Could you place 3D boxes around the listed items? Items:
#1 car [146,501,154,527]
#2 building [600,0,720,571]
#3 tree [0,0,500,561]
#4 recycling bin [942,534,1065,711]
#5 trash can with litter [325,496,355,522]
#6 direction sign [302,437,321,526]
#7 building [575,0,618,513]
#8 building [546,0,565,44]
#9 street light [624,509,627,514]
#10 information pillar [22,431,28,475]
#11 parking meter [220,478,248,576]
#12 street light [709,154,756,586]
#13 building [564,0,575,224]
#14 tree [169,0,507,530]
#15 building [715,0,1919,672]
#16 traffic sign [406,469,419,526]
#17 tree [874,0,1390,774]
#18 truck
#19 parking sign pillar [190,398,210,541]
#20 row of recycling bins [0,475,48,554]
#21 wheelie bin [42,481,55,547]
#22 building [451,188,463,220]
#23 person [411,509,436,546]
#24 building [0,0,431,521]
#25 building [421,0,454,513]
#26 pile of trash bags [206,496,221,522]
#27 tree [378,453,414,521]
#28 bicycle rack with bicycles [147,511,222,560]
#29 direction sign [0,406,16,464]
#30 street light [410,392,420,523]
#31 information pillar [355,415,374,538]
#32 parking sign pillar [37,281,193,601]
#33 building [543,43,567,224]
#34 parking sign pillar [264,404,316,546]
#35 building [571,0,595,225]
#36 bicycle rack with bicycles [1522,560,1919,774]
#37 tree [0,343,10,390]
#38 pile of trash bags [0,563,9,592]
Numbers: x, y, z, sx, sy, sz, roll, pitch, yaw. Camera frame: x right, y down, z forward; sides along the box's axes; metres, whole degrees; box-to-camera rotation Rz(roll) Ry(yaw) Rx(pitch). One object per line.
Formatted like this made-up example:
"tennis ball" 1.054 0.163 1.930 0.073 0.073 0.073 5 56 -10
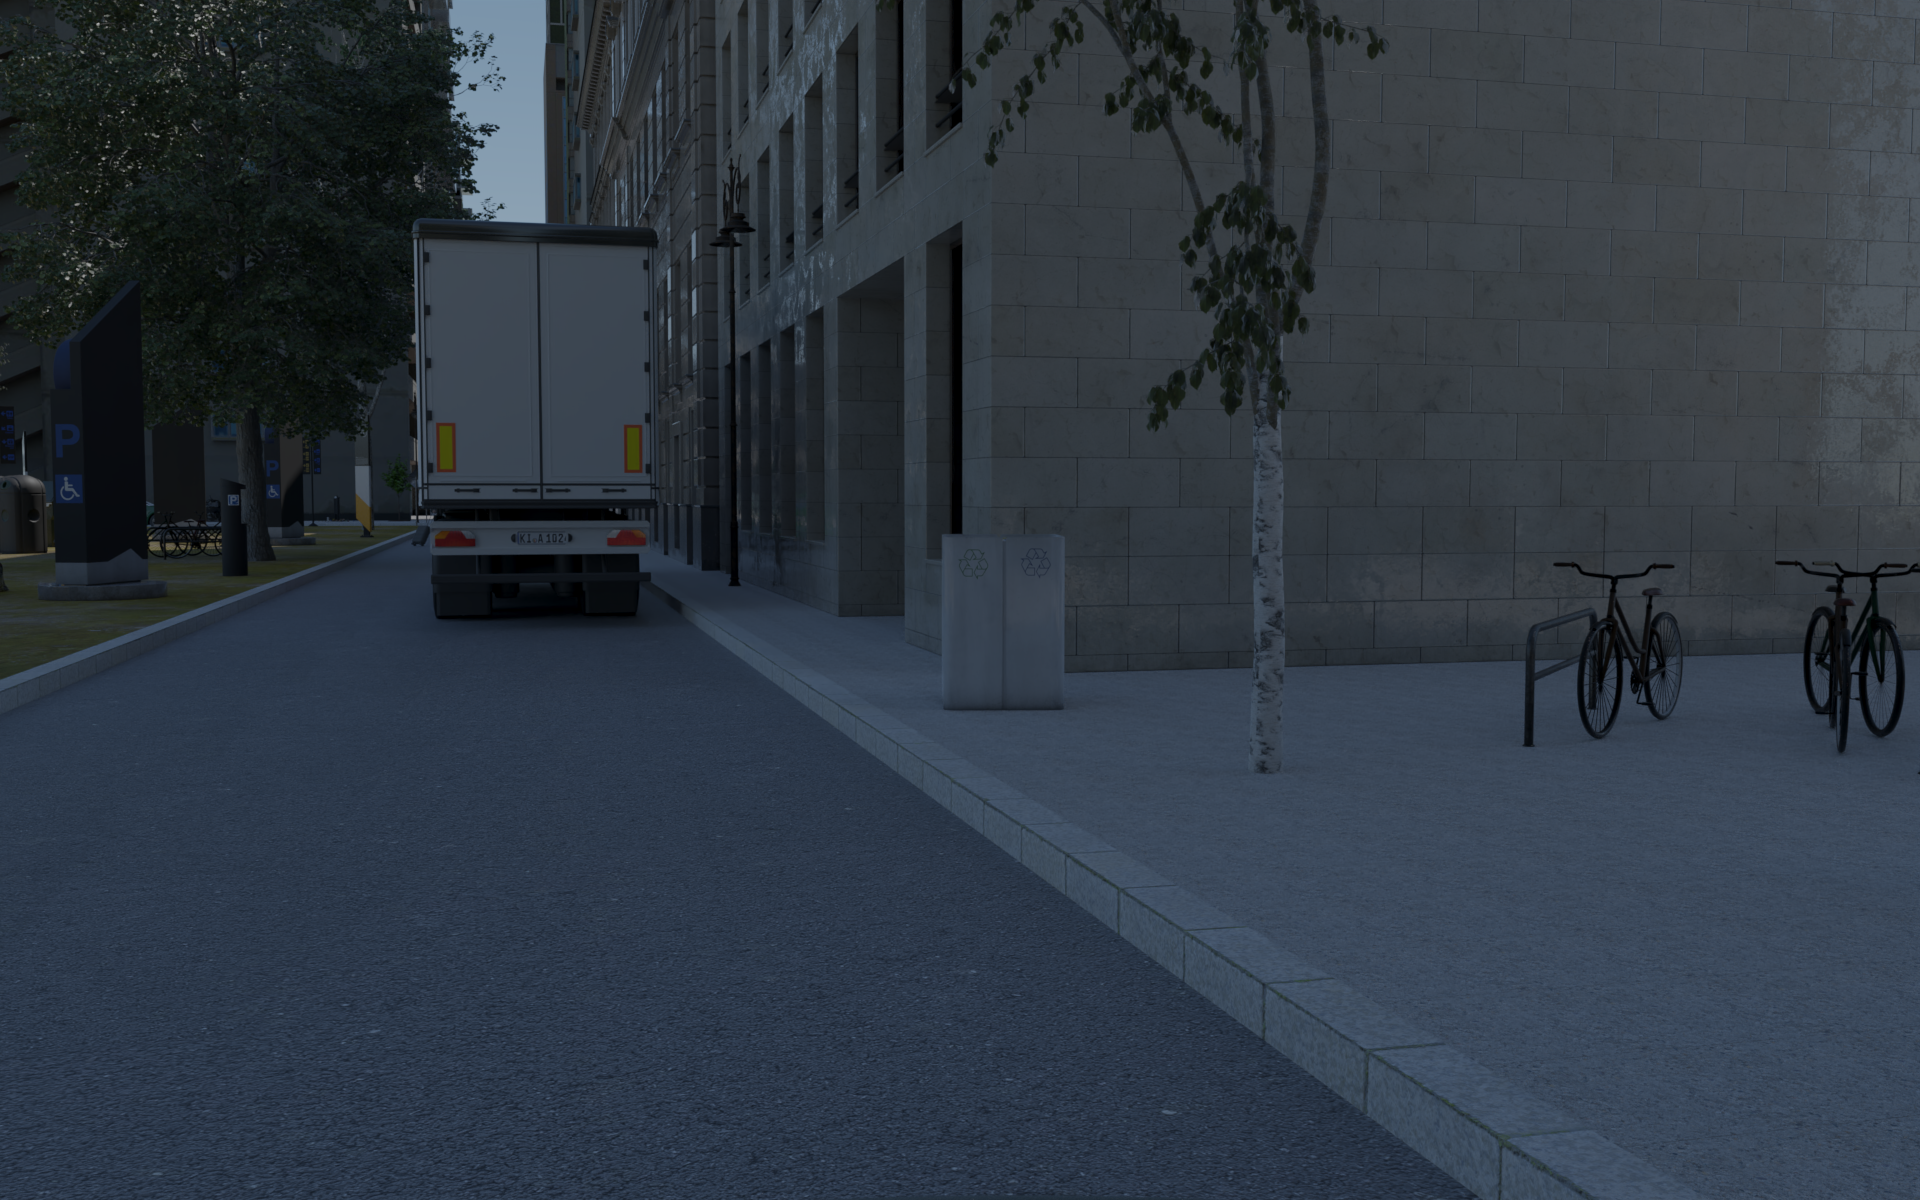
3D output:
"car" -33.689 -3.548 69.807 4.920 1.459 2.131 -1 4 -14
"building" -1.857 -14.918 41.174 12.463 27.353 25.104 -1 4 -14
"tree" -13.524 -7.715 32.801 9.857 13.997 8.962 0 3 0
"recycling bin" 0.254 0.120 10.596 0.722 1.027 0.722 0 4 -1
"trash can with litter" -29.063 -4.260 80.708 1.678 1.210 2.233 -2 4 -32
"direction sign" -25.690 -4.690 68.685 0.876 3.537 0.379 1 4 21
"building" -8.116 -12.114 62.694 10.561 19.102 19.286 -1 4 -14
"building" -46.998 -49.276 243.917 20.611 71.187 20.563 -1 4 -14
"street light" -9.237 -4.573 47.550 0.468 5.910 1.993 -1 4 -14
"information pillar" -34.695 -4.462 64.308 0.183 3.616 0.504 -2 4 -35
"parking meter" -11.368 -1.145 27.124 0.372 1.533 0.369 0 3 0
"street light" -3.143 -3.131 23.978 0.468 5.910 1.993 -1 4 -14
"building" -22.605 -27.377 131.210 14.154 41.232 14.086 -1 4 -14
"tree" -21.798 -12.469 59.750 12.611 20.169 13.585 0 3 0
"building" 3.164 -10.171 21.053 10.420 20.320 16.860 -1 4 -14
"traffic sign" -21.810 -4.027 69.480 0.795 2.450 0.064 -1 4 -14
"tree" 1.180 -3.509 7.740 4.360 8.622 3.978 0 3 0
"truck" -5.819 -2.105 23.335 2.839 4.237 11.283 -1 4 -15
"parking sign pillar" -21.383 -3.605 47.419 1.447 3.967 1.447 -1 4 -23
"row of recycling bins" -21.040 -1.918 38.479 1.069 1.692 3.534 -3 4 -38
"wheelie bin" -22.013 -2.086 42.022 0.980 1.594 0.693 1 4 19
"building" -51.823 -23.462 155.313 14.160 30.474 14.107 -1 4 -14
"person" -14.637 -2.416 48.227 0.699 1.804 1.509 2 4 35
"building" -39.531 -28.512 89.867 21.300 48.544 21.600 -1 4 -14
"building" -47.557 -30.780 122.861 23.786 49.044 30.456 -1 4 -14
"pile of trash bags" -34.530 -4.316 80.315 3.447 1.369 1.912 0 4 8
"tree" -26.263 -5.312 81.450 1.663 3.219 1.824 0 3 0
"bicycle rack with bicycles" -15.513 -1.322 34.997 2.925 0.926 2.852 -2 4 -34
"direction sign" -24.755 -3.212 44.515 0.876 3.537 0.379 -2 4 -34
"street light" -24.261 -6.391 77.276 0.468 5.910 1.993 -1 4 -14
"information pillar" -17.630 -3.659 51.181 0.504 3.616 0.183 1 4 17
"parking sign pillar" -10.607 -2.010 21.338 1.447 3.967 1.447 0 4 6
"building" -33.739 -31.881 171.371 14.600 45.320 14.200 -1 4 -14
"parking sign pillar" -17.015 -3.370 43.580 1.447 3.967 1.447 0 4 3
"building" -9.782 -28.678 92.590 21.600 48.544 21.300 -1 4 -14
"bicycle rack with bicycles" 4.289 0.258 9.169 2.852 0.926 2.925 2 4 31
"tree" -30.155 -6.128 50.548 4.360 8.622 3.978 0 3 0
"pile of trash bags" -13.026 -0.701 21.219 1.912 1.369 3.447 -1 4 -15
